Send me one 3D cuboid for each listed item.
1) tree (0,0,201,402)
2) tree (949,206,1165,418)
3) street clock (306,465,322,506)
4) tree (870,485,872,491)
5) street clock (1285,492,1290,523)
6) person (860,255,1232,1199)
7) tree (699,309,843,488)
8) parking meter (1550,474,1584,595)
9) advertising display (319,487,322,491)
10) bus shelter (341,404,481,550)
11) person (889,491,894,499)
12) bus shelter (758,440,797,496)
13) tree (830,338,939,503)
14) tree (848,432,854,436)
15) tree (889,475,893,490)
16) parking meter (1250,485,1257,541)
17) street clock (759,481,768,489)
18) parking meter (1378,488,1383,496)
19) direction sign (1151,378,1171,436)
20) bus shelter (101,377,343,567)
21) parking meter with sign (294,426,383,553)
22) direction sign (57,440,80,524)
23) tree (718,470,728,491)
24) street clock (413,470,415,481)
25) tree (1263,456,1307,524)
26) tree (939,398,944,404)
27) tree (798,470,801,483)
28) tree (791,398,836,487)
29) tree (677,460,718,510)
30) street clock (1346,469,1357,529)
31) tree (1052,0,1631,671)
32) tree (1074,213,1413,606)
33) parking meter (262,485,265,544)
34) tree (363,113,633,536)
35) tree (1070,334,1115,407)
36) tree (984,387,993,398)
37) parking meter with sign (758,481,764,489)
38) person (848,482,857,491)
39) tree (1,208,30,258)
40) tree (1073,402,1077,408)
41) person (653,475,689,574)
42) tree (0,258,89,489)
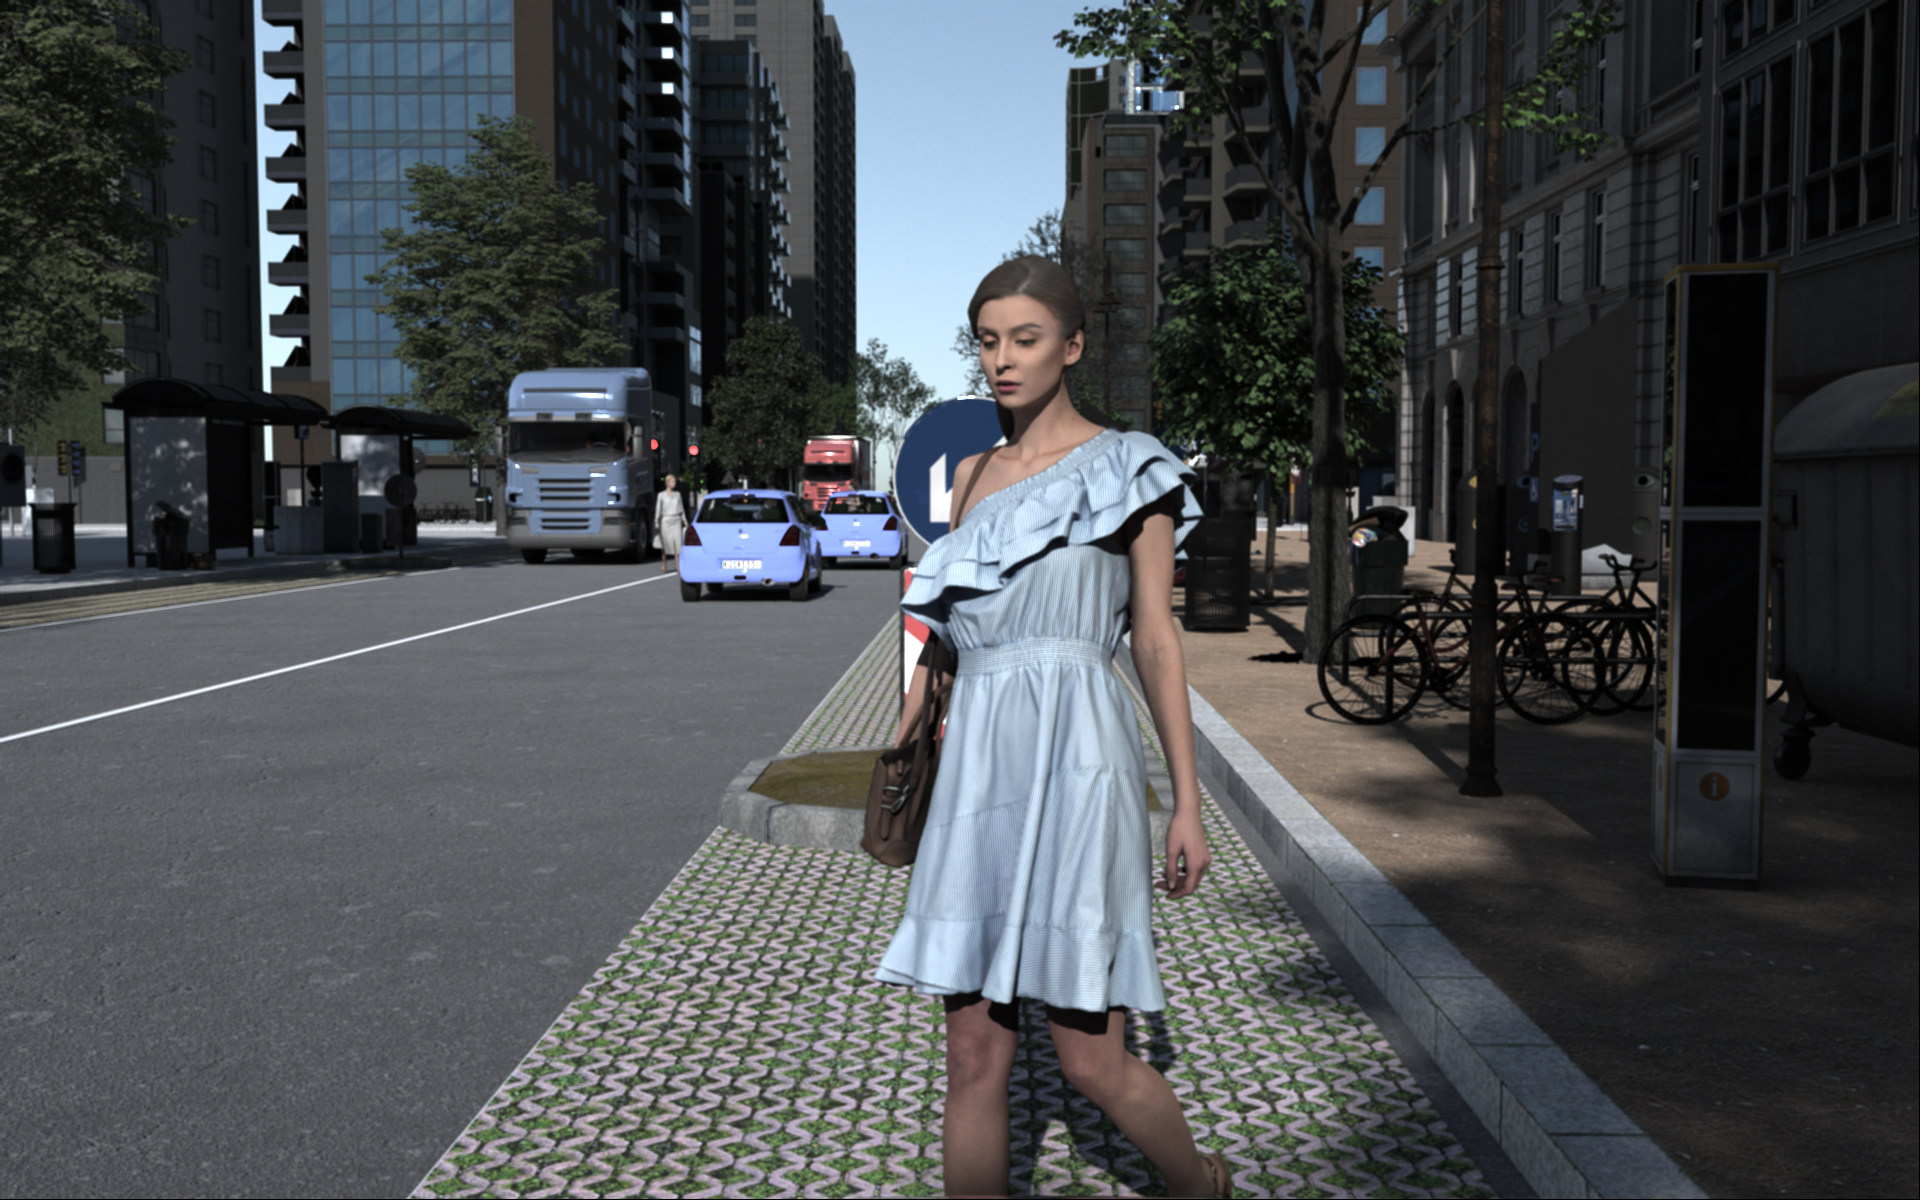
[{"bbox_3d":[-13.689,-6.383,22.493,7.486,12.596,7.792,0,3,0],"label":"tree"},{"bbox_3d":[4.486,-10.071,75.034,12.009,13.543,11.850,0,3,0],"label":"tree"},{"bbox_3d":[-15.996,-2.357,43.109,0.471,2.002,0.358,-1,4,-14],"label":"street clock"},{"bbox_3d":[-10.139,-11.647,185.032,1.663,3.219,1.824,0,3,0],"label":"tree"},{"bbox_3d":[14.523,-4.410,76.666,0.471,2.002,0.358,1,4,19],"label":"street clock"},{"bbox_3d":[0.130,0.349,2.889,0.778,1.811,0.616,-3,5,-44],"label":"person"},{"bbox_3d":[-11.763,-11.637,107.267,9.611,12.733,9.660,0,3,0],"label":"tree"},{"bbox_3d":[7.742,-0.837,22.093,0.372,1.533,0.369,0,3,0],"label":"parking meter"},{"bbox_3d":[-21.477,-3.299,59.151,0.123,1.923,0.974,2,4,34],"label":"advertising display"},{"bbox_3d":[-13.377,-2.931,41.851,2.014,3.302,5.546,0,4,1],"label":"bus shelter"},{"bbox_3d":[-7.169,-10.491,180.709,0.721,1.739,1.217,-2,4,-25],"label":"person"},{"bbox_3d":[-12.592,-8.728,120.333,2.179,5.291,8.768,0,4,1],"label":"bus shelter"},{"bbox_3d":[-9.517,-21.520,207.739,12.611,20.169,13.585,0,3,0],"label":"tree"},{"bbox_3d":[-11.263,-13.847,176.758,4.360,8.622,3.978,0,3,0],"label":"tree"},{"bbox_3d":[-9.062,-16.849,259.188,4.285,4.588,4.351,0,3,0],"label":"tree"},{"bbox_3d":[7.974,-2.401,47.671,0.372,1.533,0.369,0,3,0],"label":"parking meter"},{"bbox_3d":[-11.316,-5.815,99.642,0.471,2.002,0.358,1,4,15],"label":"street clock"},{"bbox_3d":[17.267,-3.812,70.738,0.372,1.533,0.369,0,3,0],"label":"parking meter"},{"bbox_3d":[3.669,-2.384,30.972,0.379,3.537,0.876,3,5,40],"label":"direction sign"},{"bbox_3d":[-13.783,-2.374,32.735,2.014,3.302,5.546,0,4,1],"label":"bus shelter"},{"bbox_3d":[-13.442,-2.526,37.556,1.738,3.016,0.543,0,4,3],"label":"parking meter with sign"},{"bbox_3d":[-37.644,-4.968,73.223,0.379,3.537,0.876,3,5,43],"label":"direction sign"},{"bbox_3d":[-19.234,-8.854,139.365,1.663,3.219,1.824,0,3,0],"label":"tree"},{"bbox_3d":[-14.422,-2.478,45.080,0.471,2.002,0.358,-1,4,-11],"label":"street clock"},{"bbox_3d":[13.626,-4.841,73.748,1.663,3.219,1.824,0,3,0],"label":"tree"},{"bbox_3d":[-7.740,-23.335,237.411,12.611,20.169,13.585,0,3,0],"label":"tree"},{"bbox_3d":[-11.362,-9.478,138.673,4.285,4.588,4.351,0,3,0],"label":"tree"},{"bbox_3d":[-11.128,-10.878,128.212,4.737,8.622,4.395,0,3,0],"label":"tree"},{"bbox_3d":[-12.976,-5.480,84.203,1.663,3.219,1.824,0,3,0],"label":"tree"},{"bbox_3d":[11.444,-2.831,50.864,0.358,2.002,0.471,-1,4,-10],"label":"street clock"},{"bbox_3d":[2.653,-5.329,12.886,9.928,11.665,9.643,0,3,0],"label":"tree"},{"bbox_3d":[3.643,-2.241,20.354,4.285,4.588,4.351,0,3,0],"label":"tree"},{"bbox_3d":[-17.667,-2.201,44.403,0.372,1.533,0.369,0,3,0],"label":"parking meter"},{"bbox_3d":[-13.746,-8.179,51.862,7.486,12.596,7.792,0,3,0],"label":"tree"},{"bbox_3d":[5.514,-11.238,101.870,7.486,12.596,7.792,0,3,0],"label":"tree"},{"bbox_3d":[6.243,-15.291,156.661,9.857,13.997,8.962,0,3,0],"label":"tree"},{"bbox_3d":[-15.330,-8.425,134.002,0.543,3.016,1.738,-1,4,-14],"label":"parking meter with sign"},{"bbox_3d":[-3.110,-2.457,49.015,0.374,1.781,0.599,-3,5,-40],"label":"person"},{"bbox_3d":[-22.871,-5.481,39.981,4.360,8.622,3.978,0,3,0],"label":"tree"},{"bbox_3d":[4.107,-8.214,84.665,4.360,8.622,3.978,0,3,0],"label":"tree"},{"bbox_3d":[-5.193,-1.370,31.254,0.694,1.780,0.624,-1,4,-13],"label":"person"},{"bbox_3d":[-30.641,-6.501,56.660,4.360,8.622,3.978,0,3,0],"label":"tree"}]
